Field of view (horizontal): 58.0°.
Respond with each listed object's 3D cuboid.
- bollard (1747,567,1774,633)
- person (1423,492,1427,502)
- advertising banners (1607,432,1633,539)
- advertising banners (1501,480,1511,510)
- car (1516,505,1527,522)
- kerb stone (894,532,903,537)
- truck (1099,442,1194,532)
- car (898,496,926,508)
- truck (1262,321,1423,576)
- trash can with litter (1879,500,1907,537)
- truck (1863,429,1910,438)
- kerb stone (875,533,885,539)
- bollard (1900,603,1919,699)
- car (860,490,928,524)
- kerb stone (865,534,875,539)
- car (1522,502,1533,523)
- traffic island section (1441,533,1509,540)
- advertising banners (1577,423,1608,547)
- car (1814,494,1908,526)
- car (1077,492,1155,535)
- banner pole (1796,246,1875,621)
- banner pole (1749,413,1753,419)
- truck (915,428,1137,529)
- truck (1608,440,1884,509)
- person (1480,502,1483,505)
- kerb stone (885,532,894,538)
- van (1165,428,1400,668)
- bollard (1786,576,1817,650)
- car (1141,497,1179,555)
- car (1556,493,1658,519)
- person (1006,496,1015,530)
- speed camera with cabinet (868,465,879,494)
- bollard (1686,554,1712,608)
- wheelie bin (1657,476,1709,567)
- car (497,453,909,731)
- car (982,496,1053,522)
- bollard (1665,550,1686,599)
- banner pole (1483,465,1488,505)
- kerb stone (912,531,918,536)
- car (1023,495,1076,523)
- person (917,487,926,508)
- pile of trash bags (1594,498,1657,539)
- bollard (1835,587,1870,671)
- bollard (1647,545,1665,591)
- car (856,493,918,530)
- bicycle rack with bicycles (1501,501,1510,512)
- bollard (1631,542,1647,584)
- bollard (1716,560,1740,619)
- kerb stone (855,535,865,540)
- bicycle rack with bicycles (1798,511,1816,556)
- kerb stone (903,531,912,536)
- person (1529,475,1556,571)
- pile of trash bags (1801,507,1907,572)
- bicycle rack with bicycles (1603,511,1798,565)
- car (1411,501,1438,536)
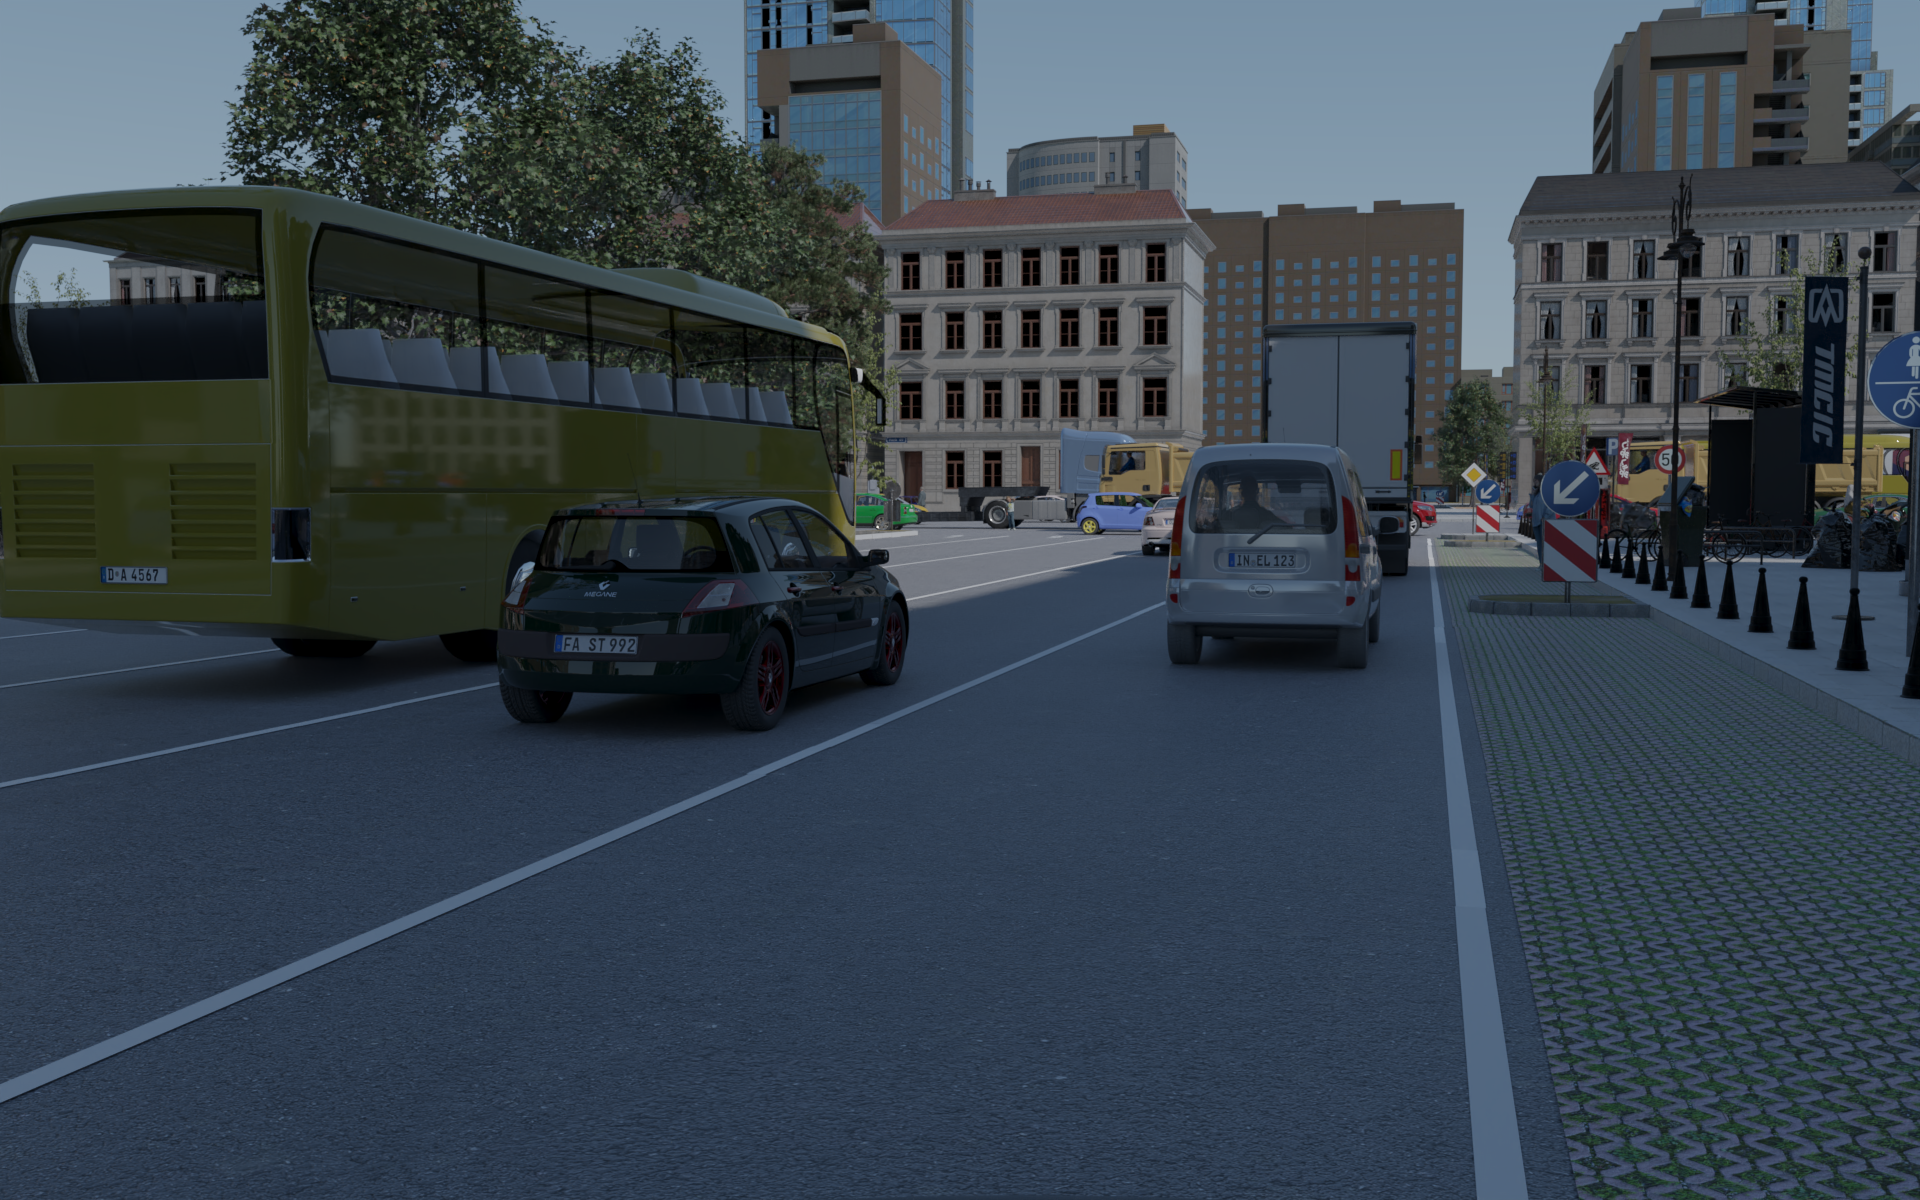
[{"bbox_3d":[7.439,-0.002,16.073,0.229,0.601,0.229,0,3,0],"label":"bollard"},{"bbox_3d":[55.846,-12.146,207.913,0.721,1.723,1.217,2,4,31],"label":"person"},{"bbox_3d":[18.167,-3.230,48.991,2.074,3.025,0.090,-1,4,-19],"label":"advertising banners"},{"bbox_3d":[44.157,-8.712,138.636,2.074,3.025,0.090,3,4,39],"label":"advertising banners"},{"bbox_3d":[29.114,-4.590,84.632,3.694,1.707,1.945,1,4,14],"label":"car"},{"bbox_3d":[-2.181,-2.177,57.825,0.120,0.150,1.000,1,4,15],"label":"kerb stone"},{"bbox_3d":[9.320,-4.231,65.100,9.791,3.379,3.469,1,4,16],"label":"truck"},{"bbox_3d":[-3.112,-4.976,93.934,1.945,1.354,3.894,1,4,15],"label":"car"},{"bbox_3d":[7.600,-2.748,33.840,2.839,4.237,11.283,1,4,15],"label":"truck"},{"bbox_3d":[17.165,-1.282,32.341,0.624,1.170,1.055,-2,4,-29],"label":"trash can with litter"},{"bbox_3d":[45.194,-5.228,74.391,11.283,4.237,2.839,1,4,14],"label":"truck"},{"bbox_3d":[-2.715,-2.057,55.831,0.120,0.150,1.000,1,4,15],"label":"kerb stone"},{"bbox_3d":[6.049,0.315,10.891,0.229,0.601,0.229,0,3,0],"label":"bollard"},{"bbox_3d":[-3.391,-4.370,81.676,3.980,1.641,2.015,1,4,15],"label":"car"},{"bbox_3d":[-2.995,-1.993,54.835,0.120,0.150,1.000,1,4,15],"label":"kerb stone"},{"bbox_3d":[25.514,-3.755,70.064,5.304,1.827,2.281,1,4,16],"label":"car"},{"bbox_3d":[16.348,-2.009,55.132,2.009,0.180,2.903,1,4,15],"label":"traffic island section"},{"bbox_3d":[15.466,-2.830,42.455,0.090,3.025,2.074,0,4,6],"label":"advertising banners"},{"bbox_3d":[30.746,-2.854,58.468,4.920,1.459,2.131,1,4,17],"label":"car"},{"bbox_3d":[5.978,-3.140,60.925,3.694,1.707,1.945,1,4,16],"label":"car"},{"bbox_3d":[8.916,-1.687,17.598,0.863,3.779,0.401,0,4,-5],"label":"banner pole"},{"bbox_3d":[21.437,-3.479,46.904,0.401,3.779,0.863,1,4,10],"label":"banner pole"},{"bbox_3d":[-1.105,-5.082,72.853,18.799,4.110,2.967,1,4,16],"label":"truck"},{"bbox_3d":[27.738,-4.088,62.758,9.791,3.379,3.469,1,4,15],"label":"truck"},{"bbox_3d":[63.924,-12.374,211.623,0.742,1.727,0.445,2,4,28],"label":"person"},{"bbox_3d":[-2.450,-2.118,56.825,0.120,0.150,1.000,1,4,15],"label":"kerb stone"},{"bbox_3d":[2.941,-0.534,15.743,2.013,2.044,4.112,1,4,16],"label":"van"},{"bbox_3d":[6.976,0.104,14.340,0.229,0.601,0.229,0,3,0],"label":"bollard"},{"bbox_3d":[5.531,-1.801,41.804,2.083,1.381,4.827,1,4,15],"label":"car"},{"bbox_3d":[21.181,-2.905,56.539,4.494,1.783,2.155,1,4,14],"label":"car"},{"bbox_3d":[2.020,-3.439,68.639,0.435,1.345,0.340,1,4,15],"label":"person"},{"bbox_3d":[-4.954,-7.250,112.870,2.038,3.252,0.660,1,4,8],"label":"speed camera with cabinet"},{"bbox_3d":[8.360,-0.213,19.528,0.229,0.601,0.229,0,3,0],"label":"bollard"},{"bbox_3d":[12.808,-1.394,30.697,0.693,1.594,0.980,0,4,-7],"label":"wheelie bin"},{"bbox_3d":[-1.607,-0.136,12.006,2.009,1.686,4.222,1,4,14],"label":"car"},{"bbox_3d":[3.340,-4.837,91.093,4.499,1.417,2.014,1,4,16],"label":"car"},{"bbox_3d":[8.824,-0.318,21.244,0.229,0.601,0.229,0,3,0],"label":"bollard"},{"bbox_3d":[44.725,-9.635,147.547,0.401,3.779,0.863,-1,4,-15],"label":"banner pole"},{"bbox_3d":[-1.656,-2.301,59.815,0.120,0.150,1.000,1,4,15],"label":"kerb stone"},{"bbox_3d":[4.178,-4.573,87.126,4.827,1.381,2.083,1,4,17],"label":"car"},{"bbox_3d":[-2.025,-4.873,88.344,0.590,1.801,0.661,2,4,28],"label":"person"},{"bbox_3d":[18.662,-2.510,50.791,3.447,1.369,1.912,1,4,13],"label":"pile of trash bags"},{"bbox_3d":[6.513,0.209,12.624,0.229,0.601,0.229,0,3,0],"label":"bollard"},{"bbox_3d":[9.286,-0.424,22.966,0.229,0.601,0.229,0,3,0],"label":"bollard"},{"bbox_3d":[-3.995,-3.503,66.071,4.718,1.807,1.959,1,4,14],"label":"car"},{"bbox_3d":[41.525,-6.943,126.898,2.852,0.926,2.925,-2,4,-28],"label":"bicycle rack with bicycles"},{"bbox_3d":[9.745,-0.529,24.691,0.229,0.601,0.229,0,3,0],"label":"bollard"},{"bbox_3d":[7.907,-0.108,17.810,0.229,0.601,0.229,0,3,0],"label":"bollard"},{"bbox_3d":[-3.257,-1.934,53.838,0.120,0.150,1.000,1,4,15],"label":"kerb stone"},{"bbox_3d":[16.620,-1.366,35.714,2.852,0.926,2.925,-3,4,-39],"label":"bicycle rack with bicycles"},{"bbox_3d":[-1.921,-2.240,58.819,0.120,0.150,1.000,1,4,15],"label":"kerb stone"},{"bbox_3d":[10.811,-1.421,32.002,0.793,1.790,0.793,3,5,42],"label":"person"},{"bbox_3d":[15.728,-1.173,28.928,1.912,1.369,3.447,0,4,-5],"label":"pile of trash bags"},{"bbox_3d":[13.549,-1.164,32.415,2.925,0.926,2.852,0,4,5],"label":"bicycle rack with bicycles"},{"bbox_3d":[13.844,-3.149,60.153,5.304,1.827,2.281,1,4,13],"label":"car"}]
